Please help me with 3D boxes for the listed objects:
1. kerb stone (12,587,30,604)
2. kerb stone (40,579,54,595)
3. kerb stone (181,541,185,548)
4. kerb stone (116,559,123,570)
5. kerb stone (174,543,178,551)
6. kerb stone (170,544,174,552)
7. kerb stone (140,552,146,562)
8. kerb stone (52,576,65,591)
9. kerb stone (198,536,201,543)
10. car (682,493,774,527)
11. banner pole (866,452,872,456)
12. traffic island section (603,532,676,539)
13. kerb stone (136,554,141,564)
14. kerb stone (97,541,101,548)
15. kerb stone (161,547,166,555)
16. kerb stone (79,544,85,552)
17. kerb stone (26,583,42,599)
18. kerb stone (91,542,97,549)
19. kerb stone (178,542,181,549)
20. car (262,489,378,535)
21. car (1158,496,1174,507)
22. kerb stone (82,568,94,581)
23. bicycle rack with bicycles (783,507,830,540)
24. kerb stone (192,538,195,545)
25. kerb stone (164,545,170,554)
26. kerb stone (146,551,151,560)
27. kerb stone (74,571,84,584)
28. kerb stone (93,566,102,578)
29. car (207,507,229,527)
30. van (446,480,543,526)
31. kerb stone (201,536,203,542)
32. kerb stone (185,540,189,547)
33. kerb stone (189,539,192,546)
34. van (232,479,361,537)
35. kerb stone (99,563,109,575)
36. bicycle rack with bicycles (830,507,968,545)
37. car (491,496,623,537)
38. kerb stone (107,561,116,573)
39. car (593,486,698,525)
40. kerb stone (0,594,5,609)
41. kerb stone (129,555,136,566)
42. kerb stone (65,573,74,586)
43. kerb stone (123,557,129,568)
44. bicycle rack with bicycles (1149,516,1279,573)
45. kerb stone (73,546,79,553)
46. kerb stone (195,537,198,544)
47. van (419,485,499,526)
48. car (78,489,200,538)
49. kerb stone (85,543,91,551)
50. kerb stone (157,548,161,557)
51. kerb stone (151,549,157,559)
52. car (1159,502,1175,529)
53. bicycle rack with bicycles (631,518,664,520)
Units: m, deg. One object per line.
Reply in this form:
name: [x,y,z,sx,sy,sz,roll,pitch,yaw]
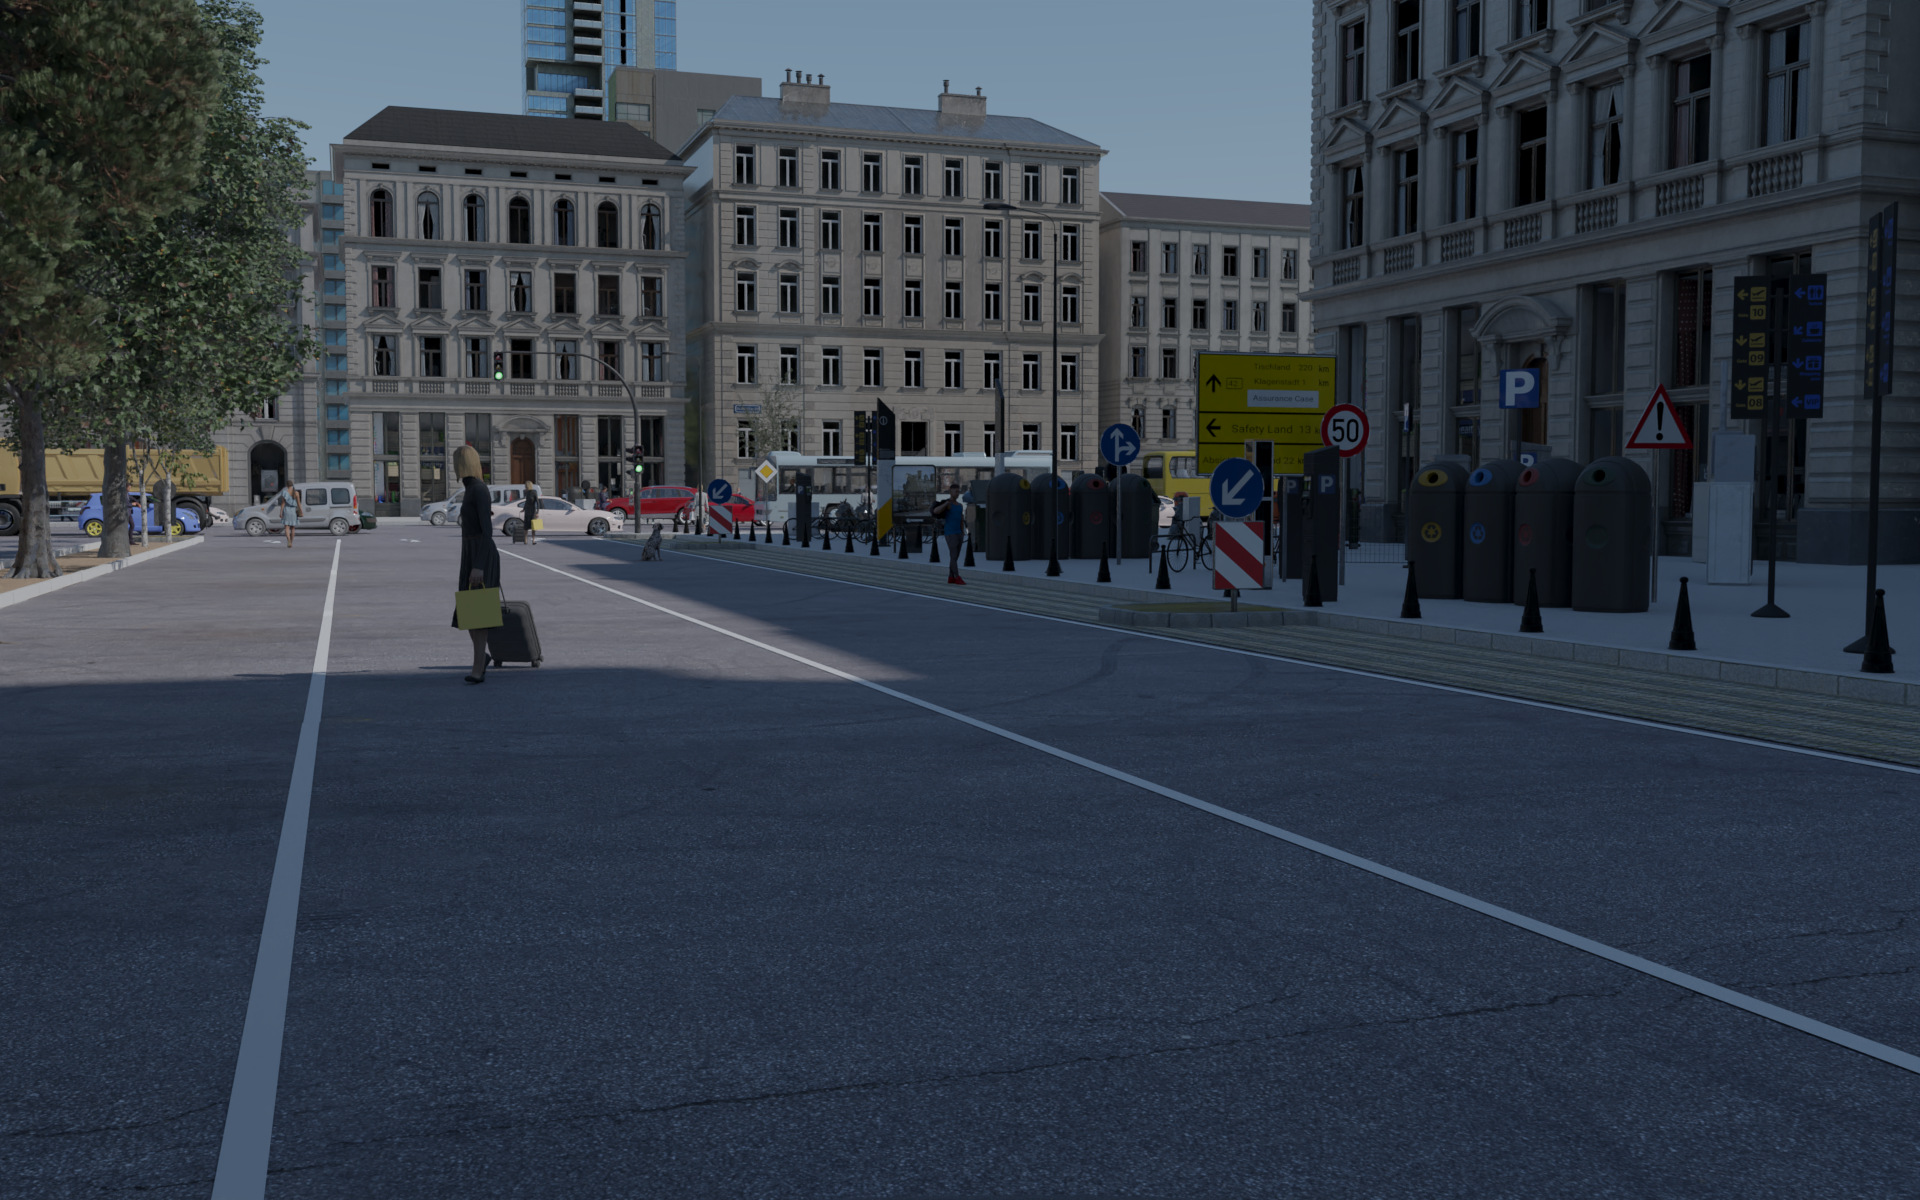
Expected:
kerb stone: [-12.492,-0.044,22.910,0.120,0.150,1.000,-1,4,-19]
kerb stone: [-13.188,-0.160,24.853,0.120,0.150,1.000,-1,4,-19]
kerb stone: [-20.406,-1.407,45.203,0.120,0.150,1.000,-1,4,-19]
kerb stone: [-15.939,-0.631,32.605,0.120,0.150,1.000,-1,4,-19]
kerb stone: [-19.715,-1.288,43.257,0.120,0.150,1.000,-1,4,-19]
kerb stone: [-19.374,-1.229,42.289,0.120,0.150,1.000,-1,4,-19]
kerb stone: [-17.312,-0.873,36.477,0.120,0.150,1.000,-1,4,-19]
kerb stone: [-13.528,-0.222,25.821,0.120,0.150,1.000,-1,4,-19]
kerb stone: [-22.121,-1.703,50.049,0.120,0.150,1.000,-1,4,-19]
car: [-9.985,-4.125,76.481,4.494,1.783,2.155,-1,4,-17]
banner pole: [-4.645,-6.195,91.311,0.863,3.779,0.401,2,4,28]
traffic island section: [-10.505,-2.094,56.514,2.009,0.180,2.903,-1,4,-19]
kerb stone: [-16.964,-0.809,35.512,0.120,0.150,1.000,-1,4,-19]
kerb stone: [-22.725,-1.421,45.485,0.120,0.150,1.000,-1,4,-19]
kerb stone: [-18.685,-1.108,40.356,0.120,0.150,1.000,-1,4,-19]
kerb stone: [-21.698,-1.245,42.569,0.120,0.150,1.000,-1,4,-19]
kerb stone: [-12.843,-0.103,23.878,0.120,0.150,1.000,-1,4,-19]
kerb stone: [-22.382,-1.365,44.518,0.120,0.150,1.000,-1,4,-19]
kerb stone: [-20.064,-1.348,44.231,0.120,0.150,1.000,-1,4,-19]
car: [-23.212,-3.218,62.399,4.222,1.686,2.009,-1,4,-20]
car: [8.245,-4.051,78.590,4.827,1.381,2.083,-1,4,-18]
kerb stone: [-14.557,-0.400,28.736,0.120,0.150,1.000,-1,4,-19]
bicycle rack with bicycles: [-3.522,-2.197,49.305,2.925,0.926,2.852,0,4,-2]
kerb stone: [-21.431,-1.585,48.110,0.120,0.150,1.000,-1,4,-19]
kerb stone: [-19.024,-1.169,41.324,0.120,0.150,1.000,-1,4,-19]
kerb stone: [-17.660,-0.933,37.442,0.120,0.150,1.000,-1,4,-19]
kerb stone: [-14.226,-0.334,27.765,0.120,0.150,1.000,-1,4,-19]
kerb stone: [-14.902,-0.451,29.703,0.120,0.150,1.000,-1,4,-19]
car: [-34.172,-3.817,74.762,4.827,1.381,2.083,-1,4,-18]
van: [-20.050,-4.144,74.758,4.112,2.044,2.013,-1,4,-19]
kerb stone: [-22.472,-1.759,51.023,0.120,0.150,1.000,-1,4,-19]
kerb stone: [-20.745,-1.467,46.176,0.120,0.150,1.000,-1,4,-19]
kerb stone: [-21.088,-1.526,47.143,0.120,0.150,1.000,-1,4,-19]
van: [-22.708,-3.197,59.281,4.112,2.044,2.013,-1,4,-20]
kerb stone: [-15.247,-0.512,30.669,0.120,0.150,1.000,-1,4,-19]
bicycle rack with bicycles: [-1.392,-1.897,44.401,2.925,0.926,2.852,1,4,17]
car: [-13.983,-2.872,59.326,4.827,1.381,2.083,-1,4,-20]
kerb stone: [-15.589,-0.575,31.636,0.120,0.150,1.000,-1,4,-19]
car: [-14.345,-4.379,80.267,5.304,1.827,2.281,-1,4,-19]
kerb stone: [-12.153,0.016,21.941,0.120,0.150,1.000,-1,4,-19]
kerb stone: [-16.619,-0.755,34.544,0.120,0.150,1.000,-1,4,-19]
kerb stone: [-13.887,-0.281,26.796,0.120,0.150,1.000,-1,4,-19]
kerb stone: [-16.276,-0.696,33.573,0.120,0.150,1.000,-1,4,-19]
bicycle rack with bicycles: [4.489,-0.916,28.361,2.852,0.926,2.925,2,4,33]
kerb stone: [-21.353,-1.187,41.596,0.120,0.150,1.000,-1,4,-19]
kerb stone: [-21.765,-1.642,49.081,0.120,0.150,1.000,-1,4,-19]
van: [-22.463,-4.393,78.833,4.112,2.044,2.013,-1,4,-21]
car: [-27.442,-2.957,57.936,3.694,1.707,1.945,-1,4,-20]
kerb stone: [-22.041,-1.303,43.539,0.120,0.150,1.000,-1,4,-19]
kerb stone: [-18.335,-1.050,39.386,0.120,0.150,1.000,-1,4,-19]
kerb stone: [-17.995,-0.992,38.412,0.120,0.150,1.000,-1,4,-19]
car: [7.413,-3.558,70.533,4.827,1.381,2.083,-1,4,-20]
bicycle rack with bicycles: [-15.990,-4.434,85.874,2.925,0.926,2.852,-2,4,-24]
